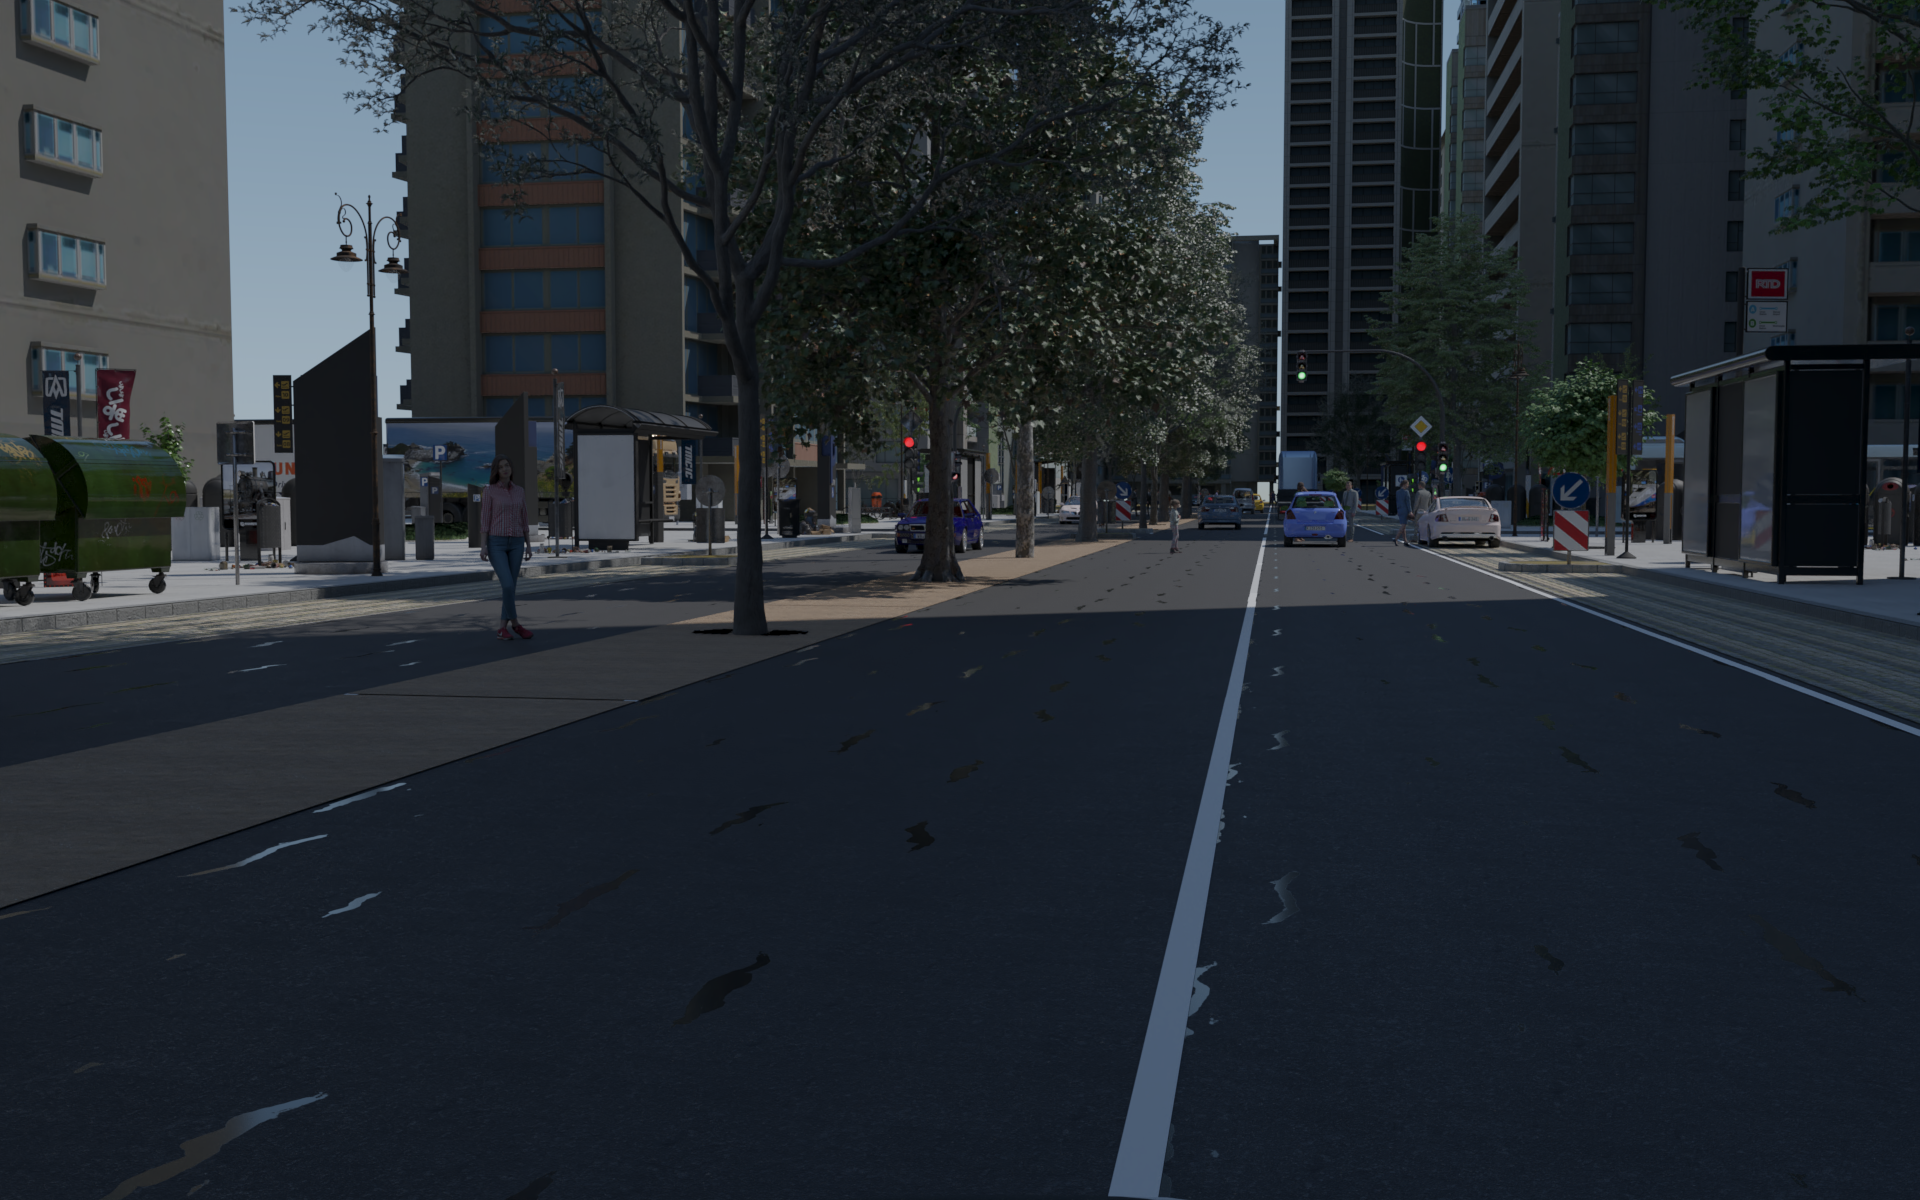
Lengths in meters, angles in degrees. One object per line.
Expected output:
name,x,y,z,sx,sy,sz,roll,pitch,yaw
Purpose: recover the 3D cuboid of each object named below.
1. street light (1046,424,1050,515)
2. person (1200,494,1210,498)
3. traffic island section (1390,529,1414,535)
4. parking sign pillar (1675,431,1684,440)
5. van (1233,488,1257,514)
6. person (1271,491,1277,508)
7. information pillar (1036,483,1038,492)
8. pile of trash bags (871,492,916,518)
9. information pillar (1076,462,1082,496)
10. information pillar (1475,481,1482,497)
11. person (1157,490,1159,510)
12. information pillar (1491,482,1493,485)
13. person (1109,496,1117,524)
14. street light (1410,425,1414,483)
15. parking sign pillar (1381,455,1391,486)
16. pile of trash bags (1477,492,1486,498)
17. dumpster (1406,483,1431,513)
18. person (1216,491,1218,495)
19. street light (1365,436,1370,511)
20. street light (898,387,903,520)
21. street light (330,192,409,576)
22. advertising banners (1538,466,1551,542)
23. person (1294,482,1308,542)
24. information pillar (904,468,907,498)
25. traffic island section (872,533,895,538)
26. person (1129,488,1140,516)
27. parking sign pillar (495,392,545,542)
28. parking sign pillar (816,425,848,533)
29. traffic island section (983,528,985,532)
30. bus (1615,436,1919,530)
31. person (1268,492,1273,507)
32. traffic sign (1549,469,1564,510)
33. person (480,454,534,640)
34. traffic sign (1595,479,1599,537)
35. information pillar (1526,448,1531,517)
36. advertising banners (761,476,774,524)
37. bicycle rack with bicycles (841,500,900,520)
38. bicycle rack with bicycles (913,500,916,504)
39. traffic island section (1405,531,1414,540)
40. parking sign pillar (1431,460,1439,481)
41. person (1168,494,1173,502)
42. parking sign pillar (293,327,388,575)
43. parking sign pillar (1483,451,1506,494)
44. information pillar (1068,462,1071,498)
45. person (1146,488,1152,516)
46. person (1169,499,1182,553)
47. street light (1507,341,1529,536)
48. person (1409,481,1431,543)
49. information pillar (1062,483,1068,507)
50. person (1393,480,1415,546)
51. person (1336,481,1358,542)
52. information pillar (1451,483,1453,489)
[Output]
street light,5.471,-8.268,107.963,0.468,5.910,1.993,1,4,10
person,23.308,-9.498,163.891,1.348,1.812,0.705,1,4,13
traffic island section,16.506,-2.439,62.159,2.009,0.180,2.903,1,4,10
parking sign pillar,28.738,-4.982,69.928,1.447,3.967,1.447,2,4,29
van,20.550,-7.255,125.636,2.013,2.044,4.112,1,4,10
person,31.400,-10.014,172.678,0.683,1.767,0.568,-2,4,-28
information pillar,4.908,-6.694,113.945,0.304,2.012,0.304,-3,4,-39
pile of trash bags,-3.496,-5.112,93.326,1.912,1.369,3.447,3,5,41
information pillar,8.589,-8.144,124.510,0.504,3.616,0.183,3,4,37
information pillar,29.710,-5.791,99.168,0.304,2.012,0.304,-2,4,-28
person,17.893,-8.973,155.745,0.750,1.759,0.617,-2,4,-24
information pillar,31.331,-5.999,102.568,0.304,2.012,0.304,3,4,37
person,7.324,-4.558,83.202,0.511,1.800,0.466,3,5,42
street light,23.836,-7.244,91.233,0.468,5.910,1.993,1,4,10
parking sign pillar,29.204,-7.925,118.038,1.447,3.967,1.447,-1,4,-15
pile of trash bags,22.388,-3.999,75.136,1.912,1.369,3.447,0,4,5
dumpster,23.209,-5.007,87.628,1.264,1.857,1.865,1,4,10
person,30.015,-11.808,201.430,0.599,1.838,0.709,1,4,8
street light,31.614,-9.882,134.359,0.468,5.910,1.993,1,4,10
street light,-2.210,-5.680,65.652,0.468,5.910,1.993,1,4,10
street light,-9.123,-3.311,26.925,0.468,5.910,1.993,1,4,10
advertising banners,15.968,-3.130,47.371,0.090,3.025,2.074,1,4,11
person,10.232,-2.654,52.143,0.529,1.795,0.600,-3,4,-37
information pillar,-3.261,-6.845,103.272,0.183,3.616,0.504,0,4,7
traffic island section,-1.636,-2.143,57.321,2.009,0.180,2.903,1,4,10
person,11.123,-6.247,110.597,0.822,1.834,0.622,1,4,13
parking sign pillar,-11.861,-3.537,46.296,1.447,3.967,1.447,3,5,40
parking sign pillar,-4.441,-4.233,57.688,1.447,3.967,1.447,0,4,5
traffic island section,-0.214,-2.624,65.179,2.009,0.180,2.903,1,4,10
bus,28.010,-3.690,55.186,13.247,3.499,2.948,1,4,11
person,34.406,-11.104,191.526,0.593,1.643,0.415,0,4,4
traffic sign,16.836,-2.959,48.375,0.884,2.594,0.081,1,4,11
person,-4.482,-0.522,17.042,0.388,1.821,0.555,3,5,39
traffic sign,19.194,-3.182,52.133,0.768,2.556,0.104,1,4,18
information pillar,25.082,-5.203,76.431,0.183,3.616,0.504,0,4,1
advertising banners,-8.302,-4.755,73.936,0.090,3.025,2.074,1,4,12
bicycle rack with bicycles,-4.522,-4.494,86.866,2.925,0.926,2.852,0,4,1
bicycle rack with bicycles,-2.813,-5.288,99.849,2.852,0.926,2.925,-2,4,-26
traffic island section,15.084,-1.958,54.301,2.009,0.180,2.903,1,4,10
parking sign pillar,26.607,-6.617,96.666,1.447,3.967,1.447,2,4,25
person,19.339,-9.072,160.089,1.065,1.426,0.557,-1,4,-11
parking sign pillar,-10.083,-2.425,28.113,1.447,3.967,1.447,0,4,-3
parking sign pillar,32.652,-7.178,105.837,1.447,3.967,1.447,-1,4,-15
information pillar,7.890,-8.176,125.027,0.183,3.616,0.504,1,4,18
person,12.379,-6.394,112.814,0.659,1.850,0.755,0,4,-6
person,5.240,-1.791,42.056,0.394,1.301,0.425,-1,4,-17
street light,16.825,-4.866,52.349,0.468,5.910,1.993,1,4,10
person,13.526,-2.578,50.759,0.694,1.812,0.767,-2,4,-33
information pillar,7.044,-6.835,116.243,0.304,2.012,0.304,-1,4,-21
person,12.159,-2.392,47.640,0.654,1.822,0.581,-1,4,-13
person,11.588,-2.634,51.658,0.391,1.810,0.635,-3,5,-44
information pillar,26.421,-5.385,92.537,0.304,2.012,0.304,-3,4,-36
